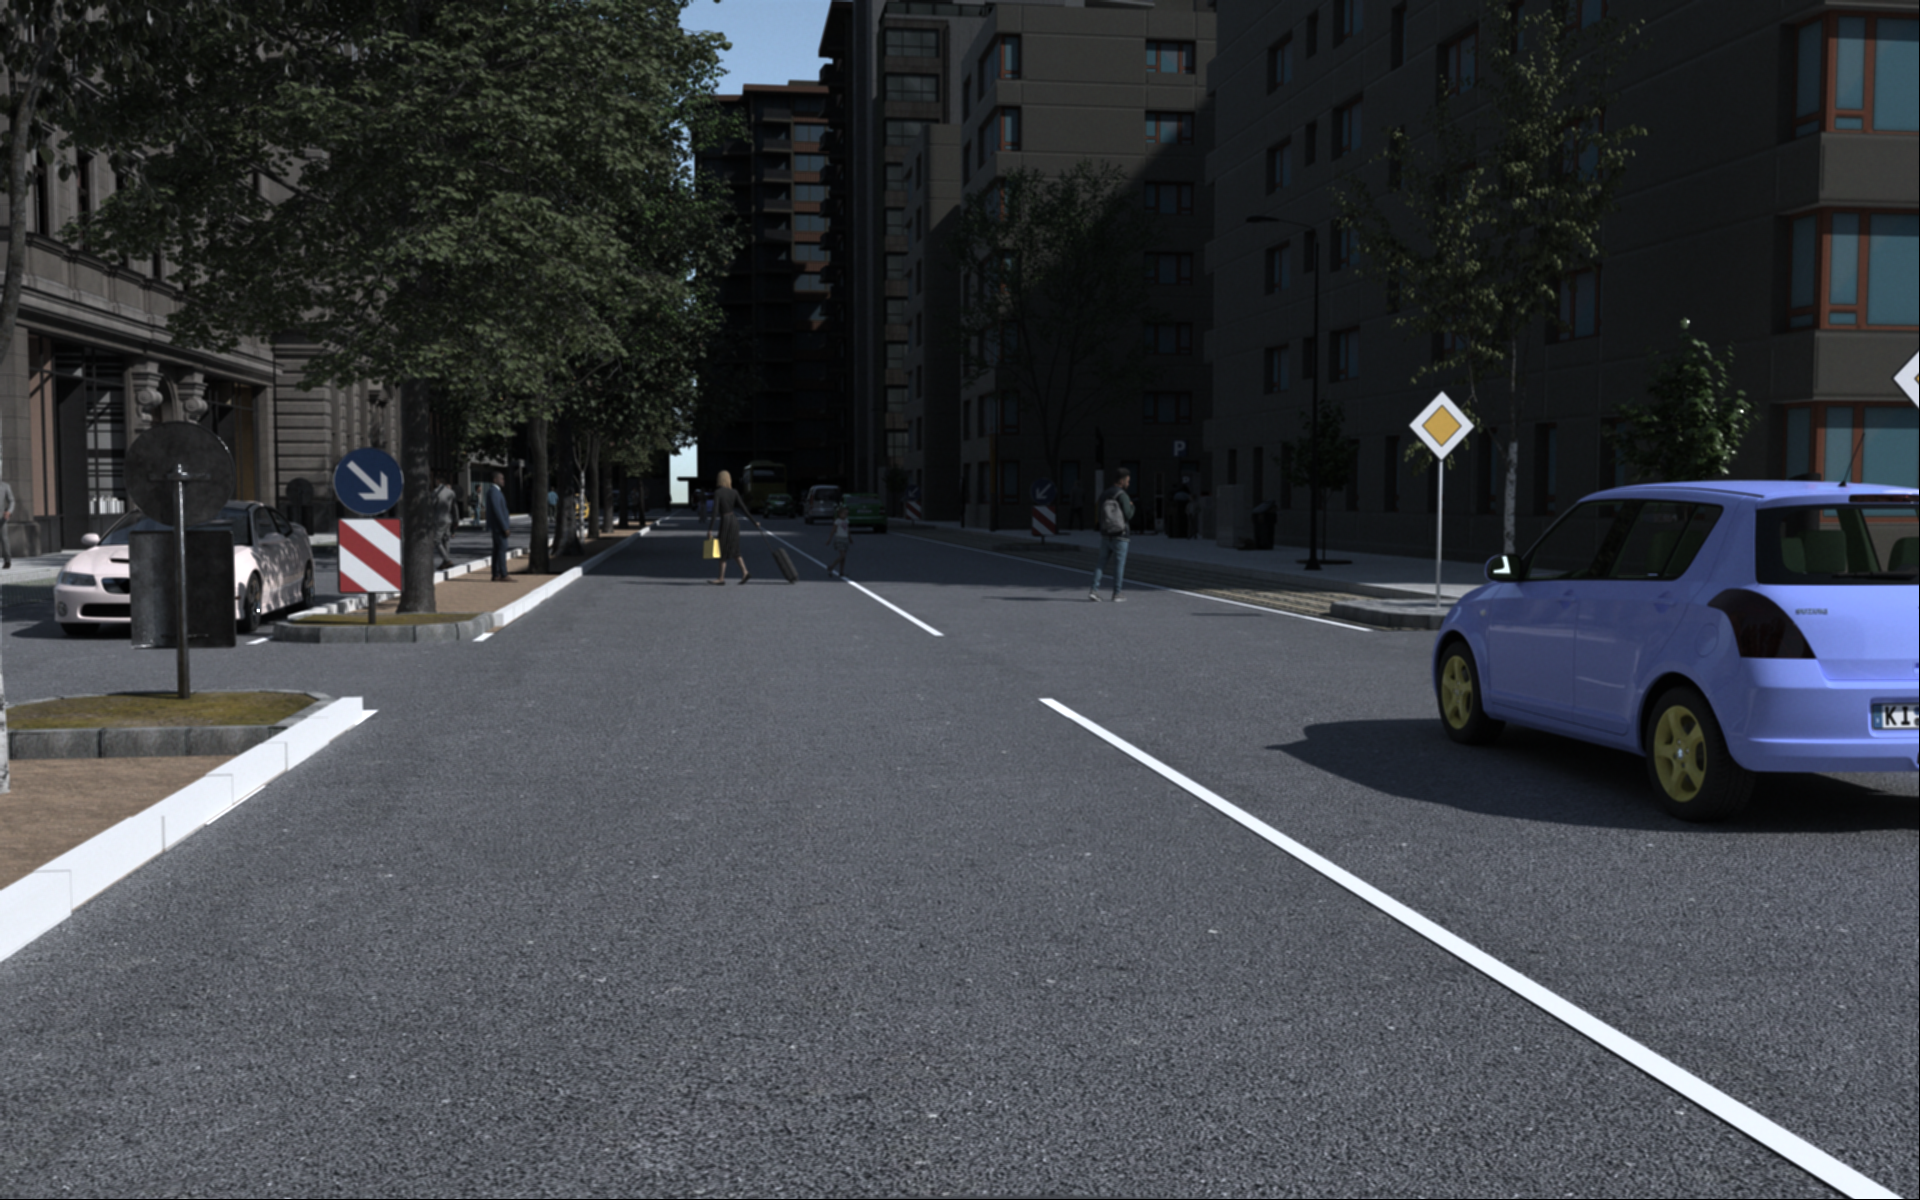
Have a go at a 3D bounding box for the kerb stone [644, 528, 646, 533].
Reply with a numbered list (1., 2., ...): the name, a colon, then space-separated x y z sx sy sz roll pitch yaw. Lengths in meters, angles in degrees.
1. kerb stone: -11.168 -2.357 60.735 0.120 0.150 1.000 -1 4 -8

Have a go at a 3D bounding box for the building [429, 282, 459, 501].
1. building: -31.411 -15.439 82.106 12.332 23.373 15.834 -1 4 -8

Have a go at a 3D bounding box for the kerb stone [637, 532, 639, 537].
1. kerb stone: -10.277 -1.983 54.640 0.120 0.150 1.000 -1 4 -8

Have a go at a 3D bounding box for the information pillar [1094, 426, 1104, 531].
1. information pillar: 4.780 -4.162 59.396 0.183 3.616 0.504 -1 4 -20

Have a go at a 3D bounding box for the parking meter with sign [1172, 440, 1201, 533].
1. parking meter with sign: 7.532 -3.675 56.342 0.543 3.016 1.738 2 4 34

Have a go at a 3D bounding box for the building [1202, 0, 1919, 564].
1. building: 23.278 -11.776 37.572 28.899 21.520 27.650 -1 4 -8

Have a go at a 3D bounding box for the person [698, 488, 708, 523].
1. person: -12.770 -4.723 86.276 0.519 1.759 0.362 2 4 31

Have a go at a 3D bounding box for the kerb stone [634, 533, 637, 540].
1. kerb stone: -9.981 -1.859 52.598 0.120 0.150 1.000 -1 4 -8

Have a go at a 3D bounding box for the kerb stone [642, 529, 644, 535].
1. kerb stone: -10.869 -2.233 58.700 0.120 0.150 1.000 -1 4 -8

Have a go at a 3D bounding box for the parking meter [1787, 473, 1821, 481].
1. parking meter: 10.219 -0.771 21.013 0.372 1.533 0.369 0 3 0

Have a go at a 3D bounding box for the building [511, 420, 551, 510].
1. building: -40.745 -22.434 138.490 14.160 30.474 14.107 -1 4 -8

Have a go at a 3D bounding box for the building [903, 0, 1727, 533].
1. building: 12.833 -14.227 77.650 27.650 21.520 28.899 -1 4 -8

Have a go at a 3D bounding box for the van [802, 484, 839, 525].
1. van: -6.491 -4.614 82.444 2.013 2.044 4.112 -1 4 -9

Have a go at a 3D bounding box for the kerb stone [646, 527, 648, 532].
1. kerb stone: -11.467 -2.481 62.758 0.120 0.150 1.000 -1 4 -8

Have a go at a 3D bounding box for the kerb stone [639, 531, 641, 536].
1. kerb stone: -10.588 -2.103 56.665 0.120 0.150 1.000 -1 4 -8

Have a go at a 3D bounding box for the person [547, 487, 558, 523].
1. person: -19.978 -4.649 84.851 0.601 1.785 0.444 0 4 -8

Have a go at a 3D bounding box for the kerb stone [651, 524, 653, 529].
1. kerb stone: -12.371 -2.851 68.848 0.120 0.150 1.000 -1 4 -8

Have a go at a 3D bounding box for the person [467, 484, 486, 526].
1. person: -19.597 -3.789 70.442 0.713 1.824 0.794 1 4 22

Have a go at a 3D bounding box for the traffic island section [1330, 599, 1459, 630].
1. traffic island section: 5.452 0.164 19.592 2.009 0.180 2.903 -1 4 -8

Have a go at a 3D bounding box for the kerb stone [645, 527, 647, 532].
1. kerb stone: -11.322 -2.419 61.746 0.120 0.150 1.000 -1 4 -8

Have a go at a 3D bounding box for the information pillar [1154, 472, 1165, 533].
1. information pillar: 6.672 -3.265 57.882 0.304 2.012 0.304 1 4 14

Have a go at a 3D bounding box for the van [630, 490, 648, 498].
1. van: -30.009 -9.438 161.326 2.013 2.044 4.112 0 4 -7

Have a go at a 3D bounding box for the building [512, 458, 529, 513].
1. building: -41.255 -41.676 119.659 20.563 71.187 20.611 -1 4 -8

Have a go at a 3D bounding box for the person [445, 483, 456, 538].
1. person: -16.532 -2.875 55.922 0.576 1.772 0.534 -1 4 -20

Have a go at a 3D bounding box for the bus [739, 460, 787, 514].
1. bus: -14.315 -8.231 126.123 2.896 3.916 12.252 -1 4 -10

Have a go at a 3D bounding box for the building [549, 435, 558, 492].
1. building: -43.661 -28.998 157.713 14.086 41.232 14.154 -1 4 -8

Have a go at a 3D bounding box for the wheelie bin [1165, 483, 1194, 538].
1. wheelie bin: 6.375 -2.591 50.267 0.693 1.594 0.980 -2 4 -28

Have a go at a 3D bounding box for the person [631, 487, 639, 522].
1. person: -16.552 -4.901 88.812 0.592 1.802 0.473 -1 4 -22

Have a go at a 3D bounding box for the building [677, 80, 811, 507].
1. building: -15.868 -32.536 186.582 28.867 44.769 22.147 -1 4 -8

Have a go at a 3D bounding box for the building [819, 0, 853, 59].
1. building: -1.263 -30.661 155.925 22.147 44.769 28.867 -1 4 -8

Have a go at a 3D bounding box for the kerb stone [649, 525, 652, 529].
1. kerb stone: -12.070 -2.729 66.820 0.120 0.150 1.000 -1 4 -8

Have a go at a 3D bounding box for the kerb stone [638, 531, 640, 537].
1. kerb stone: -10.430 -2.046 55.650 0.120 0.150 1.000 -1 4 -8

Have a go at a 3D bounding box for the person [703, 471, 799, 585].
1. person: -3.307 -1.141 27.375 1.509 1.804 0.699 -1 4 -10

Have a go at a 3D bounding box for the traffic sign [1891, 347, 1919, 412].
1. traffic sign: 6.595 -0.576 11.606 0.795 2.593 0.064 -1 4 -8

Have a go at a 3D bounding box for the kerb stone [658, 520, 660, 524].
1. kerb stone: -13.720 -3.413 77.998 0.120 0.150 1.000 -1 4 -8

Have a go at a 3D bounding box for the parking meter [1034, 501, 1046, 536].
1. parking meter: 2.423 -2.699 52.538 0.372 1.533 0.369 0 3 0

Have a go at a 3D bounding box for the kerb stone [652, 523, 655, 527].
1. kerb stone: -12.671 -2.977 70.871 0.120 0.150 1.000 -1 4 -8

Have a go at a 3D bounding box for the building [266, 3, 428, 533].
1. building: -26.860 -14.425 64.725 11.050 23.489 19.941 -1 4 -8

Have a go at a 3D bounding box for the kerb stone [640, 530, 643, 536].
1. kerb stone: -10.726 -2.163 57.688 0.120 0.150 1.000 -1 4 -8

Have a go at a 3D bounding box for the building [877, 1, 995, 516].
1. building: 1.691 -20.486 106.654 14.160 30.474 14.107 -1 4 -8

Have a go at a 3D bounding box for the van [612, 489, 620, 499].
1. van: -30.757 -9.108 155.928 2.013 2.044 4.112 -1 4 -8

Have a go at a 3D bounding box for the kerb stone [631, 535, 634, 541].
1. kerb stone: -9.682 -1.732 50.569 0.120 0.150 1.000 -1 4 -8

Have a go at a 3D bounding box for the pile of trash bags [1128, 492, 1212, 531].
1. pile of trash bags: 7.133 -3.102 60.474 3.447 1.369 1.912 0 4 5

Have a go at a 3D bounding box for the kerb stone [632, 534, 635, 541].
1. kerb stone: -9.830 -1.798 51.587 0.120 0.150 1.000 -1 4 -8

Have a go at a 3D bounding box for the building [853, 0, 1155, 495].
1. building: 2.670 -35.798 127.289 21.231 58.520 28.212 -1 4 -8

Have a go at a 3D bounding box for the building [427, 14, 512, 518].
1. building: -38.134 -29.087 99.276 21.300 48.544 21.600 -1 4 -8

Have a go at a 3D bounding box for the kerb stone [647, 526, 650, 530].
1. kerb stone: -11.775 -2.605 64.791 0.120 0.150 1.000 -1 4 -8

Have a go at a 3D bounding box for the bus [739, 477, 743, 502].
1. bus: -16.331 -8.898 140.334 2.948 3.499 13.247 0 4 -8

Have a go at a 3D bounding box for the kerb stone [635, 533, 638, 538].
1. kerb stone: -10.122 -1.922 53.615 0.120 0.150 1.000 -1 4 -8

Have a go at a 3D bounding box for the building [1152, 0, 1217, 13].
1. building: 23.404 -33.037 163.863 21.600 48.544 21.300 -1 4 -8

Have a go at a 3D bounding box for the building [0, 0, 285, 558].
1. building: -23.374 -11.249 34.839 10.553 20.767 40.483 -1 4 -8

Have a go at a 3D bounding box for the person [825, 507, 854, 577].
1. person: -2.064 -1.007 29.979 0.382 1.210 0.505 2 4 32

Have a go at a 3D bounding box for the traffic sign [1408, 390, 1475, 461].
1. traffic sign: 5.430 -1.059 19.506 0.795 2.593 0.064 -1 4 -8

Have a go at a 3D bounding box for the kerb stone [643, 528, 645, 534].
1. kerb stone: -11.025 -2.294 59.723 0.120 0.150 1.000 -1 4 -8

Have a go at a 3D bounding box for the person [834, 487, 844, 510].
1. person: -5.422 -4.250 78.415 0.576 1.772 0.534 -2 4 -28

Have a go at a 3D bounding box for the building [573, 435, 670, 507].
1. building: -37.459 -25.008 180.582 14.107 30.474 14.160 -1 4 -8
